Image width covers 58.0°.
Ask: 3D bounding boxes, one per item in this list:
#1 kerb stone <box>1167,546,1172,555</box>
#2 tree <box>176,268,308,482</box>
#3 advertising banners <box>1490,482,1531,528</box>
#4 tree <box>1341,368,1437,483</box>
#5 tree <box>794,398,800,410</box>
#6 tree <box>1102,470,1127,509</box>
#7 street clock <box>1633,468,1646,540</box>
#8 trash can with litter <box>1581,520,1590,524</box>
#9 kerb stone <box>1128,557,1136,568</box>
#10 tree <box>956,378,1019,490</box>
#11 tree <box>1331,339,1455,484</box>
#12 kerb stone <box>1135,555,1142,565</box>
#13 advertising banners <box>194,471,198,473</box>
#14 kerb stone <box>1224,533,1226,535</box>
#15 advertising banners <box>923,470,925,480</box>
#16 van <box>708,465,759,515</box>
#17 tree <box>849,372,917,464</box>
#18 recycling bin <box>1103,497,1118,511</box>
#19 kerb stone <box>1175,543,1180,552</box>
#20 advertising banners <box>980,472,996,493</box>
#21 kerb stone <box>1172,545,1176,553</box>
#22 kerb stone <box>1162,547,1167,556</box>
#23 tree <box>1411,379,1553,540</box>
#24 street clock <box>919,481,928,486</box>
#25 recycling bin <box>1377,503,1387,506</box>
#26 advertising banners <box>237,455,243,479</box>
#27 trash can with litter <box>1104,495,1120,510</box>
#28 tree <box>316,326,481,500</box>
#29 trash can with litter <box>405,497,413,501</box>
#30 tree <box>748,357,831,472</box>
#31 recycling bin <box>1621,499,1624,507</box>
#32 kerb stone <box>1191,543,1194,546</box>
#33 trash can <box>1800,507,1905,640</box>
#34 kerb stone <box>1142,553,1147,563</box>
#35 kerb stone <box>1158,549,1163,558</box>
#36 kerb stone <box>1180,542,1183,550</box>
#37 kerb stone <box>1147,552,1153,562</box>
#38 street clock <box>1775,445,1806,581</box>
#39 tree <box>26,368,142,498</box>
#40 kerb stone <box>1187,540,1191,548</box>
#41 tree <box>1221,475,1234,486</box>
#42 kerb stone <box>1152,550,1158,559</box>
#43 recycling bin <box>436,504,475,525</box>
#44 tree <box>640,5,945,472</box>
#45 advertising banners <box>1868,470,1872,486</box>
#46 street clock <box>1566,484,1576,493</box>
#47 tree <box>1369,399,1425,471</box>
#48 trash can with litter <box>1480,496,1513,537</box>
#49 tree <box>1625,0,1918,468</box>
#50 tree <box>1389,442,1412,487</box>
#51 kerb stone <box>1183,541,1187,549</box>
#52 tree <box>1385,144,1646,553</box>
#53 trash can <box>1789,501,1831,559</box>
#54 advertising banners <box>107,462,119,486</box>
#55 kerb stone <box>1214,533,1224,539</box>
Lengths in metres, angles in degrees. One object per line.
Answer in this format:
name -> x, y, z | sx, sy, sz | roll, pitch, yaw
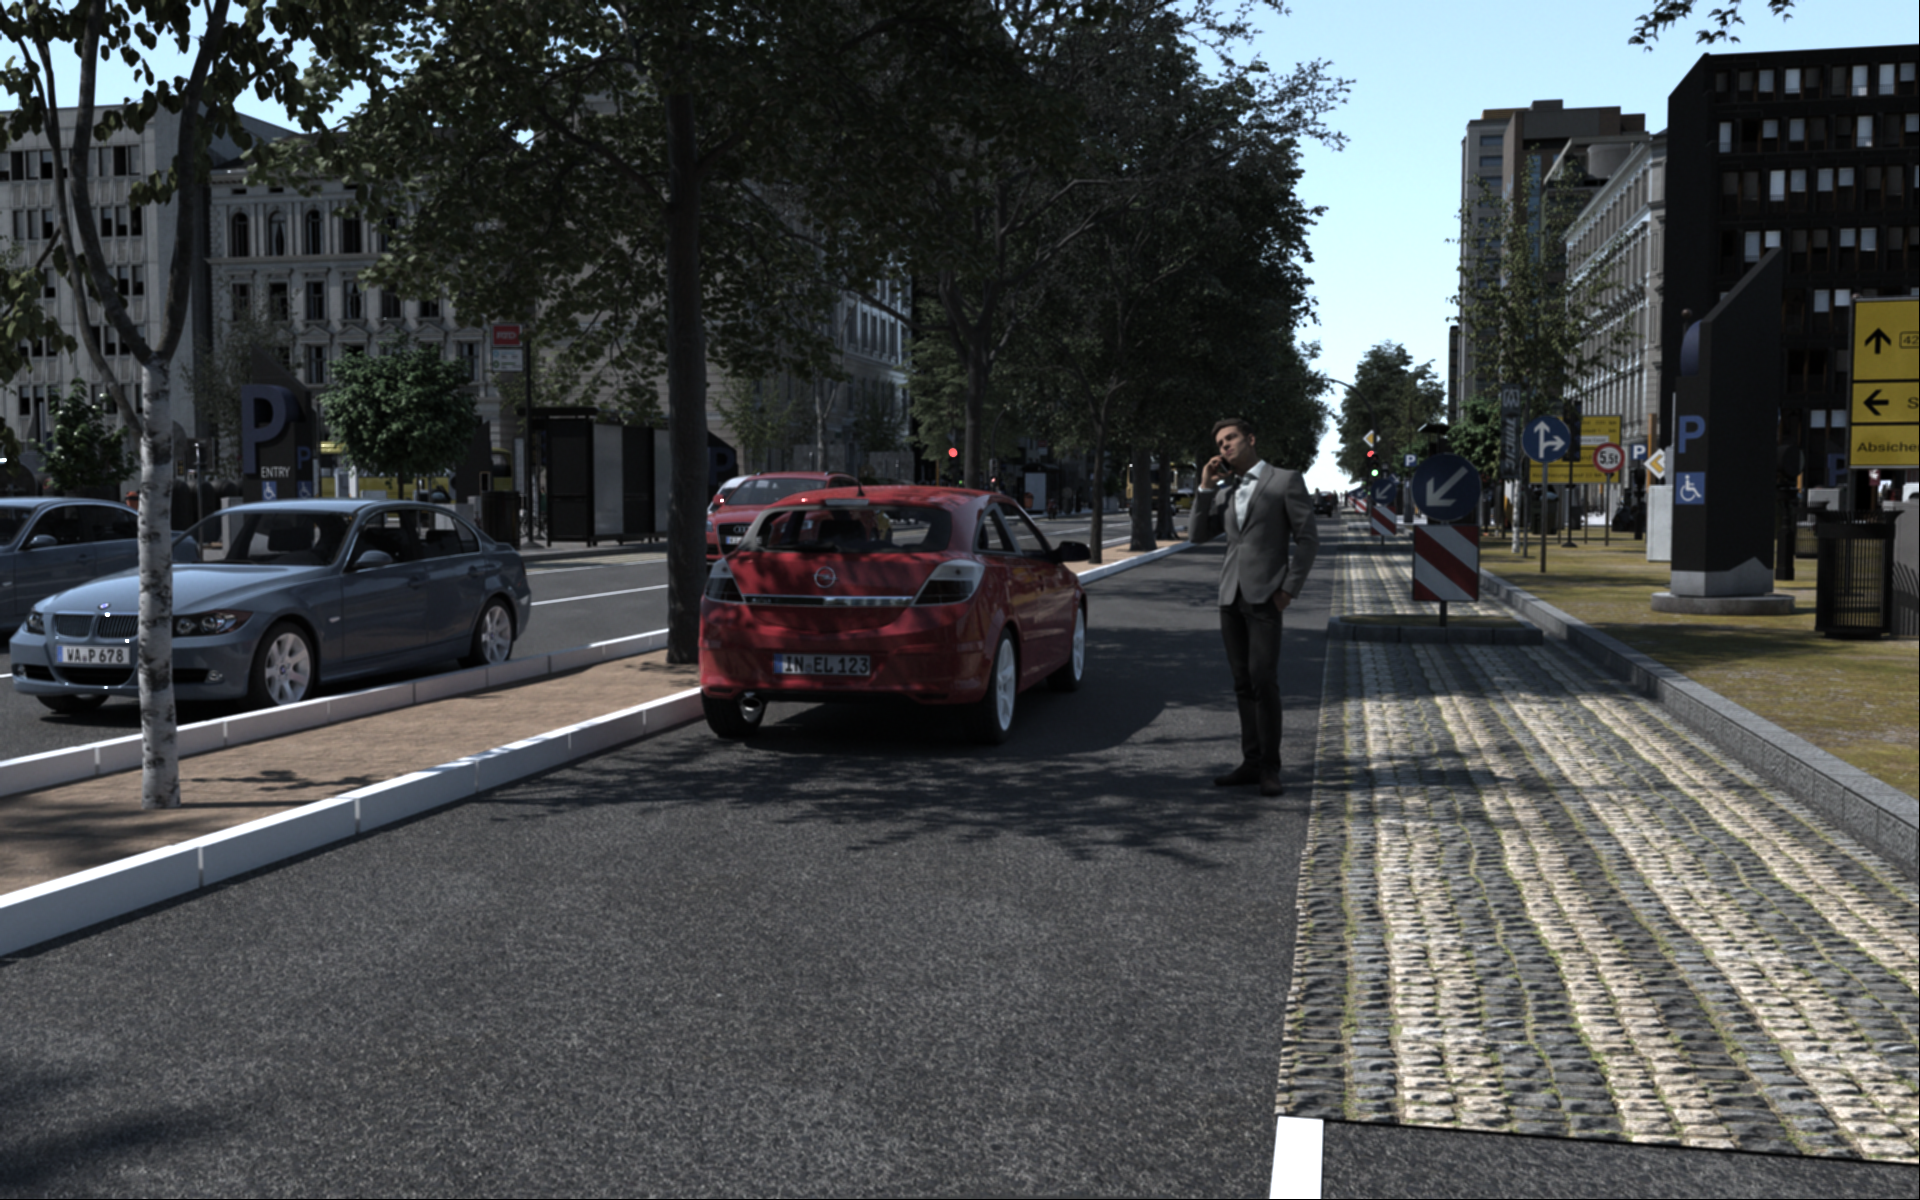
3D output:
kerb stone -> 4.827, -1.138, 40.840 | 0.120, 0.150, 1.000 | 1, 4, 12
tree -> -23.272, -6.498, 56.608 | 4.360, 8.622, 3.978 | 0, 3, 0
advertising banners -> 20.724, -4.230, 65.344 | 2.074, 3.025, 0.090 | -2, 4, -24
tree -> 38.449, -14.486, 153.855 | 9.611, 12.733, 9.660 | 0, 3, 0
tree -> -10.291, -8.250, 85.243 | 4.737, 8.622, 4.395 | 0, 3, 0
tree -> 12.024, -8.698, 136.817 | 1.663, 3.219, 1.824 | 0, 3, 0
street clock -> 18.947, -2.675, 48.310 | 0.358, 2.002, 0.471 | 1, 4, 11
trash can with litter -> 27.147, -3.991, 76.318 | 2.233, 1.210, 1.678 | -3, 4, -38
kerb stone -> 3.263, -0.712, 33.843 | 0.120, 0.150, 1.000 | 1, 4, 12
tree -> 1.683, -8.798, 94.213 | 4.360, 8.622, 3.978 | 0, 3, 0
tree -> 35.522, -14.321, 140.796 | 9.857, 13.997, 8.962 | 0, 3, 0
kerb stone -> 3.491, -0.773, 34.840 | 0.120, 0.150, 1.000 | 1, 4, 12
advertising banners -> -35.512, -5.078, 79.208 | 0.090, 3.025, 2.074 | 2, 4, 33
kerb stone -> 9.044, -2.305, 59.879 | 0.120, 0.150, 1.000 | 1, 4, 12
advertising banners -> -2.977, -7.888, 125.149 | 0.090, 3.025, 2.074 | 1, 4, 23
van -> -4.182, -1.748, 35.588 | 2.013, 2.044, 4.112 | 1, 4, 13
tree -> -4.972, -9.489, 105.507 | 4.737, 8.622, 4.395 | 0, 3, 0
recycling bin -> 11.788, -7.450, 134.366 | 0.722, 1.027, 0.722 | -1, 4, -17
kerb stone -> 5.266, -1.260, 42.843 | 0.120, 0.150, 1.000 | 1, 4, 12
advertising banners -> 2.314, -8.628, 137.251 | 2.074, 3.025, 0.090 | -2, 4, -28
kerb stone -> 5.044, -1.196, 41.844 | 0.120, 0.150, 1.000 | 1, 4, 12
kerb stone -> 4.599, -1.077, 39.830 | 0.120, 0.150, 1.000 | 1, 4, 12
tree -> 15.372, -3.986, 48.890 | 4.285, 4.588, 4.351 | 0, 3, 0
street clock -> -2.055, -5.695, 97.688 | 0.471, 2.002, 0.358 | -2, 4, -31
recycling bin -> 35.500, -8.136, 145.583 | 0.722, 1.027, 0.722 | -1, 4, -23
advertising banners -> -31.228, -4.953, 77.175 | 2.074, 3.025, 0.090 | 0, 4, 8
trash can with litter -> 11.998, -7.886, 139.989 | 2.233, 1.210, 1.678 | -1, 4, -11
tree -> -10.940, -3.079, 34.059 | 4.285, 4.588, 4.351 | 0, 3, 0
trash can with litter -> -20.642, -3.333, 65.884 | 1.055, 1.170, 0.624 | -2, 4, -28
tree -> -8.605, -8.538, 89.956 | 4.360, 8.622, 3.978 | 0, 3, 0
recycling bin -> 38.106, -5.263, 98.601 | 0.722, 1.027, 0.722 | 3, 5, 40
kerb stone -> 6.146, -1.506, 46.849 | 0.120, 0.150, 1.000 | 1, 4, 12
trash can -> 7.941, -0.227, 15.369 | 0.748, 1.137, 0.748 | 0, 3, 0
kerb stone -> 3.712, -0.833, 35.838 | 0.120, 0.150, 1.000 | 1, 4, 12
kerb stone -> 4.382, -1.015, 38.831 | 0.120, 0.150, 1.000 | 1, 4, 12
kerb stone -> 5.478, -1.324, 43.843 | 0.120, 0.150, 1.000 | 1, 4, 12
kerb stone -> 3.939, -0.895, 36.834 | 0.120, 0.150, 1.000 | 1, 4, 12
street clock -> 12.257, -1.292, 25.688 | 0.471, 2.002, 0.358 | -1, 4, -23
tree -> -13.340, -1.926, 26.084 | 1.663, 3.219, 1.824 | 0, 3, 0
kerb stone -> 5.932, -1.445, 45.849 | 0.120, 0.150, 1.000 | 1, 4, 12
tree -> 43.118, -19.957, 276.651 | 4.737, 8.622, 4.395 | 0, 3, 0
kerb stone -> 4.149, -0.957, 37.835 | 0.120, 0.150, 1.000 | 1, 4, 12
recycling bin -> -13.026, -1.965, 44.688 | 0.722, 1.027, 0.722 | 2, 4, 25
tree -> -6.101, -12.601, 61.908 | 12.611, 20.169, 13.585 | 0, 3, 0
advertising banners -> 29.483, -3.573, 54.612 | 0.090, 3.025, 2.074 | -2, 4, -25
street clock -> 28.207, -4.616, 80.043 | 0.471, 2.002, 0.358 | 0, 4, -4
tree -> 33.273, -11.067, 131.306 | 4.360, 8.622, 3.978 | 0, 3, 0
trash can with litter -> 16.233, -2.564, 52.981 | 1.678, 1.210, 2.233 | 1, 4, 19
tree -> 5.470, -4.462, 7.359 | 7.601, 10.594, 8.767 | 1, 4, 21
tree -> 24.586, -6.631, 92.131 | 4.285, 4.588, 4.351 | 0, 3, 0
kerb stone -> 5.711, -1.385, 44.844 | 0.120, 0.150, 1.000 | 1, 4, 12
tree -> 12.325, -5.333, 37.562 | 4.737, 8.622, 4.395 | 0, 3, 0
trash can -> 16.881, -1.394, 34.447 | 0.748, 1.137, 0.748 | 0, 3, 0
advertising banners -> -26.690, -3.499, 53.404 | 0.090, 3.025, 2.074 | 1, 4, 22
kerb stone -> 8.811, -2.244, 58.883 | 0.120, 0.150, 1.000 | 1, 4, 12
